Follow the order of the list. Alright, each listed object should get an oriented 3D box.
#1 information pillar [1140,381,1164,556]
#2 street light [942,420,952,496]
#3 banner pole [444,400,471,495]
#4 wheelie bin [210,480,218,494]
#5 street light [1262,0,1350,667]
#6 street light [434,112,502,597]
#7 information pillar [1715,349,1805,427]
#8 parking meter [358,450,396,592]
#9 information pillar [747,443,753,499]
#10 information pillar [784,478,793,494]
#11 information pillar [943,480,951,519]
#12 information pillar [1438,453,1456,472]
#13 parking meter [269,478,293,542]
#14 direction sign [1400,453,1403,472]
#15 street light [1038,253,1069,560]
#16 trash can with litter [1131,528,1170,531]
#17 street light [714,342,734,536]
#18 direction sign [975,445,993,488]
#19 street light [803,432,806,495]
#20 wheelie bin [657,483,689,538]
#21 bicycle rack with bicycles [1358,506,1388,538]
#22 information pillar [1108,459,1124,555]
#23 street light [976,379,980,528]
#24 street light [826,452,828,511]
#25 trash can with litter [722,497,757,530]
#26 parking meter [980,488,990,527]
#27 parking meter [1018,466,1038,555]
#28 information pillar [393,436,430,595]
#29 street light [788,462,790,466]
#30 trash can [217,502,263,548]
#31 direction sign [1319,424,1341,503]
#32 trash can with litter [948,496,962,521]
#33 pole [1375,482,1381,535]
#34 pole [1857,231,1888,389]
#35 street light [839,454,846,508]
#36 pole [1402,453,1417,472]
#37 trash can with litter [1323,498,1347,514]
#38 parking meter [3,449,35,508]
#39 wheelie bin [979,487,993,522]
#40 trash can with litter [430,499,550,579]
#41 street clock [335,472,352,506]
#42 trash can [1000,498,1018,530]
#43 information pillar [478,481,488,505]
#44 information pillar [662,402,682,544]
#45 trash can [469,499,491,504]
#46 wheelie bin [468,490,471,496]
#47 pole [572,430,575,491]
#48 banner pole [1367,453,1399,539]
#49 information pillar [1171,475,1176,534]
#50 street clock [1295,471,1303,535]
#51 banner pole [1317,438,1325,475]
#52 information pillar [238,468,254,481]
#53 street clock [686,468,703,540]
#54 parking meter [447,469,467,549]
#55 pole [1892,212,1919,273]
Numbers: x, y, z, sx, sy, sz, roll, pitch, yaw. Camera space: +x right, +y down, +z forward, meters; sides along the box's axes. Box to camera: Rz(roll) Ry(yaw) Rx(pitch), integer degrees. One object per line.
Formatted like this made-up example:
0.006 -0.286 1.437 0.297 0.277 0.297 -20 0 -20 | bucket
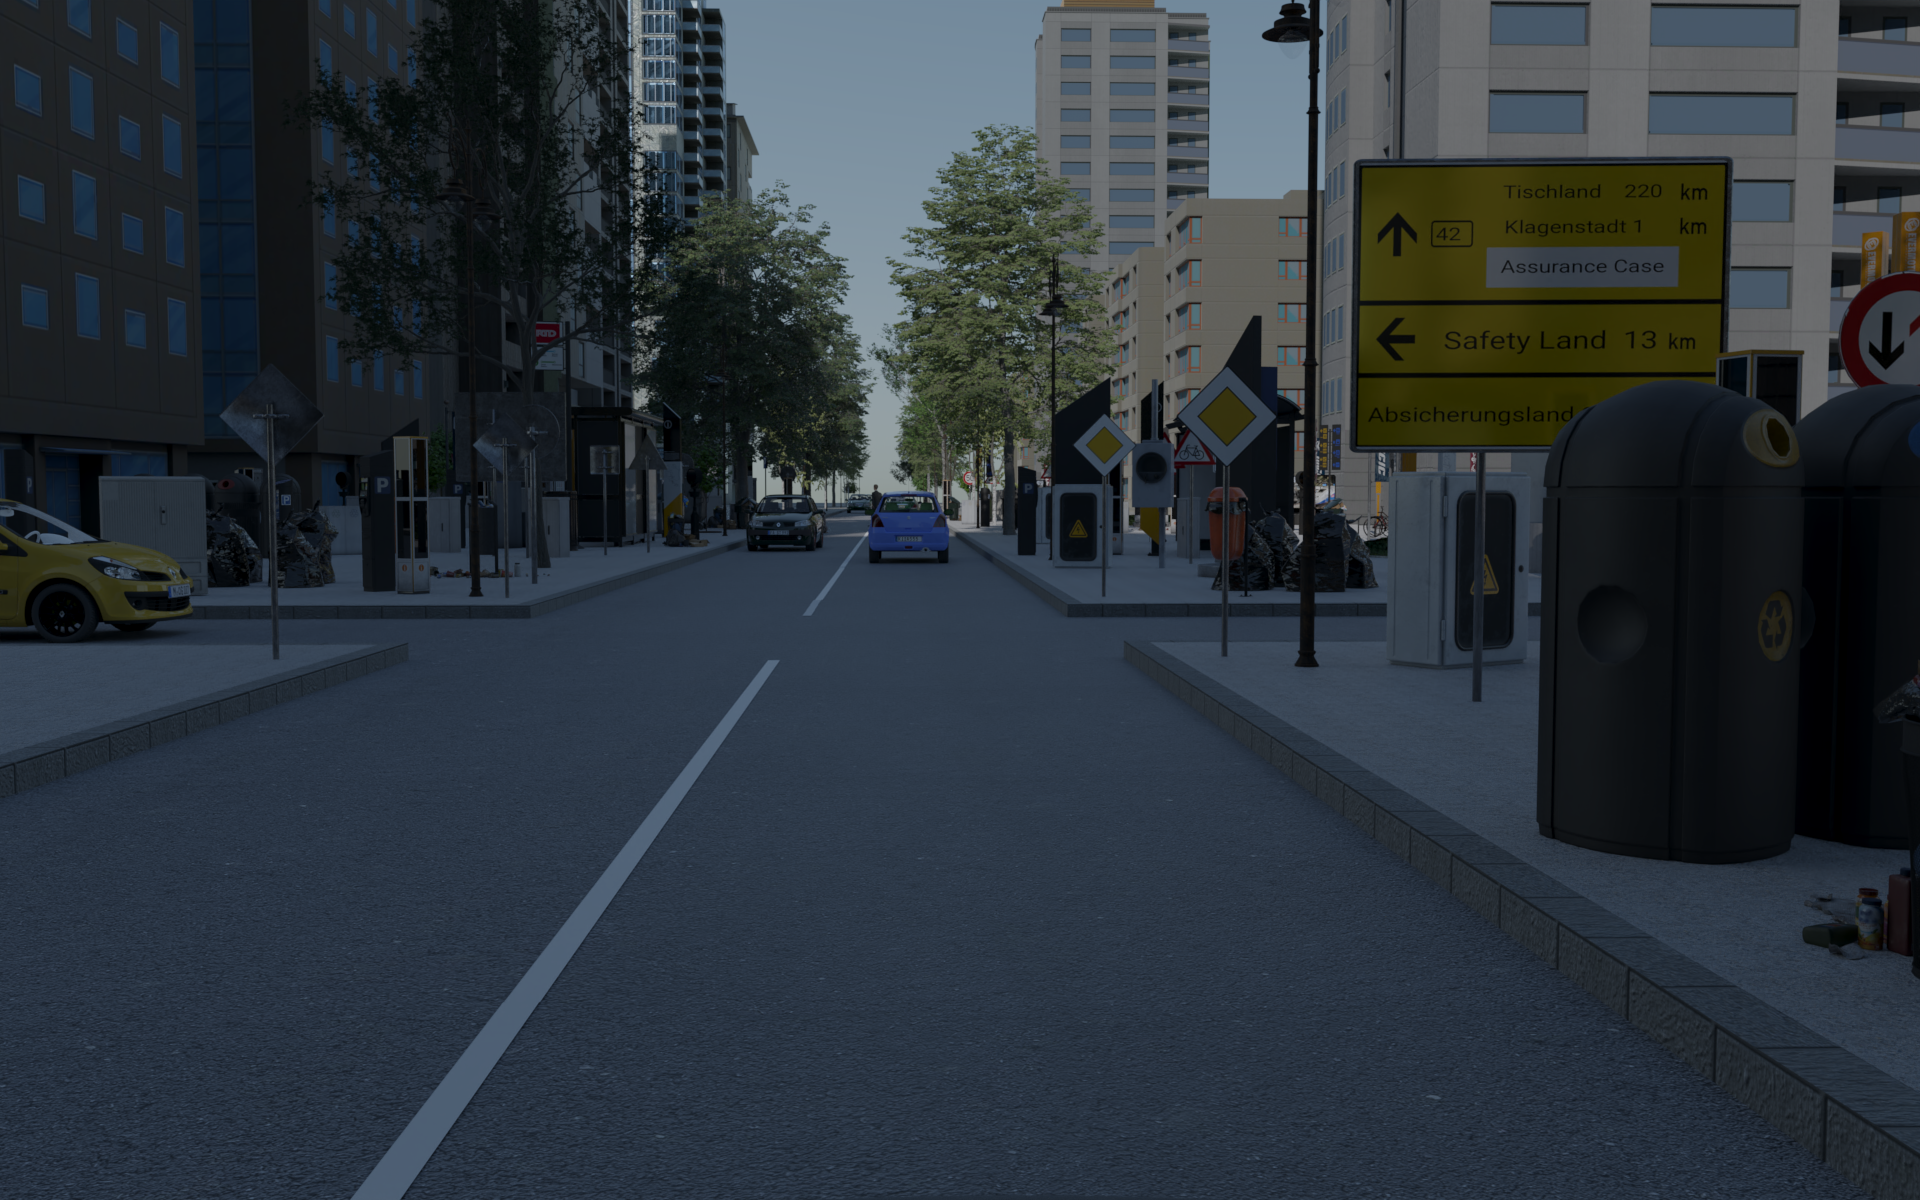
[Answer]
3.979 -2.718 35.799 0.504 3.616 0.183 0 4 3 | information pillar
-0.943 -8.400 110.121 0.468 5.910 1.993 0 4 -2 | street light
-13.424 -3.429 46.077 0.863 3.779 0.401 1 4 12 | banner pole
-17.163 -1.945 39.714 0.693 1.594 0.980 0 4 8 | wheelie bin
2.583 -2.443 12.724 0.468 5.910 1.993 0 4 -2 | street light
-6.058 -2.980 21.506 0.468 5.910 1.993 0 4 -2 | street light
4.123 -0.276 8.997 0.304 2.012 0.304 -1 4 -11 | information pillar
-7.674 -1.046 22.806 0.255 1.863 0.399 3 5 42 | parking meter
-9.632 -5.341 78.674 0.504 3.616 0.183 0 4 -5 | information pillar
-7.767 -4.518 78.358 0.304 2.012 0.304 -2 4 -32 | information pillar
-0.703 -5.290 90.979 0.304 2.012 0.304 2 4 32 | information pillar
7.621 -2.188 27.122 0.183 3.616 0.504 3 5 41 | information pillar
-10.930 -1.192 27.898 0.372 1.533 0.369 0 3 0 | parking meter
15.886 -4.298 62.267 0.379 3.537 0.876 0 4 7 | direction sign
1.803 -3.712 33.474 0.468 5.910 1.993 0 4 -2 | street light
6.894 -3.066 61.191 1.678 1.210 2.233 1 4 21 | trash can with litter
-7.179 -4.889 52.726 0.468 5.910 1.993 0 4 -2 | street light
1.131 -5.418 80.580 0.876 3.537 0.379 1 4 22 | direction sign
-8.818 -7.659 98.014 0.468 5.910 1.993 0 4 -2 | street light
-8.489 -2.643 51.117 0.980 1.594 0.693 0 4 -4 | wheelie bin
13.241 -2.354 51.865 2.925 0.926 2.852 0 4 -2 | bicycle rack with bicycles
3.278 -1.956 36.475 0.304 2.012 0.304 1 4 13 | information pillar
0.677 -5.621 64.693 0.468 5.910 1.993 0 4 -2 | street light
-9.979 -9.587 129.541 0.468 5.910 1.993 0 4 -2 | street light
-8.030 -3.133 62.618 0.624 1.170 1.055 3 5 44 | trash can with litter
0.987 -3.629 67.749 0.372 1.533 0.369 0 3 0 | parking meter
1.418 -1.868 36.253 0.399 1.863 0.255 -1 4 -8 | parking meter
-7.029 -1.084 22.220 0.304 2.012 0.304 2 4 28 | information pillar
-8.370 -6.850 84.793 0.468 5.910 1.993 0 4 -2 | street light
-12.617 -1.145 30.378 0.748 1.137 0.748 0 3 0 | trash can
12.059 -3.946 56.516 0.379 3.537 0.876 -3 4 -38 | direction sign
-0.063 -4.372 82.869 1.055 1.170 0.624 2 4 32 | trash can with litter
13.150 -3.706 54.431 0.158 3.312 0.155 0 3 0 | pole
7.139 -1.209 13.603 0.158 3.312 0.155 0 3 0 | pole
-11.063 -11.505 160.893 0.468 5.910 1.993 0 4 -2 | street light
6.731 -1.963 25.941 0.158 3.312 0.155 0 3 0 | pole
10.900 -2.449 51.433 1.055 1.170 0.624 -1 4 -16 | trash can with litter
-12.320 -1.040 22.713 0.255 1.863 0.399 -1 4 -11 | parking meter
1.216 -4.382 79.550 0.693 1.594 0.980 1 4 14 | wheelie bin
-7.674 -0.977 27.038 2.233 1.210 1.678 2 4 25 | trash can with litter
-19.967 -3.154 56.130 0.471 2.002 0.358 1 4 23 | street clock
1.815 -3.085 62.090 0.748 1.137 0.748 0 3 0 | trash can
-10.314 -2.000 37.198 0.304 2.012 0.304 0 4 -3 | information pillar
-7.362 -3.238 44.298 0.504 3.616 0.183 1 4 16 | information pillar
-13.919 -2.377 50.517 0.748 1.137 0.748 0 3 0 | trash can
-18.534 -3.584 66.500 0.693 1.594 0.980 -1 4 -21 | wheelie bin
-10.749 -3.311 47.975 0.158 3.312 0.155 0 3 0 | pole
10.496 -3.277 43.597 0.863 3.779 0.401 -2 4 -27 | banner pole
7.030 -3.164 56.223 0.304 2.012 0.304 2 4 26 | information pillar
10.733 -3.035 54.185 0.471 2.002 0.358 -1 4 -19 | street clock
13.886 -4.754 67.743 0.863 3.779 0.401 2 4 27 | banner pole
-19.999 -2.695 48.561 0.304 2.012 0.304 3 4 37 | information pillar
-7.408 -2.678 48.361 0.471 2.002 0.358 3 5 44 | street clock
-11.855 -2.146 40.806 0.399 1.863 0.255 -3 4 -37 | parking meter
6.873 -1.151 12.655 0.158 3.312 0.155 0 3 0 | pole
